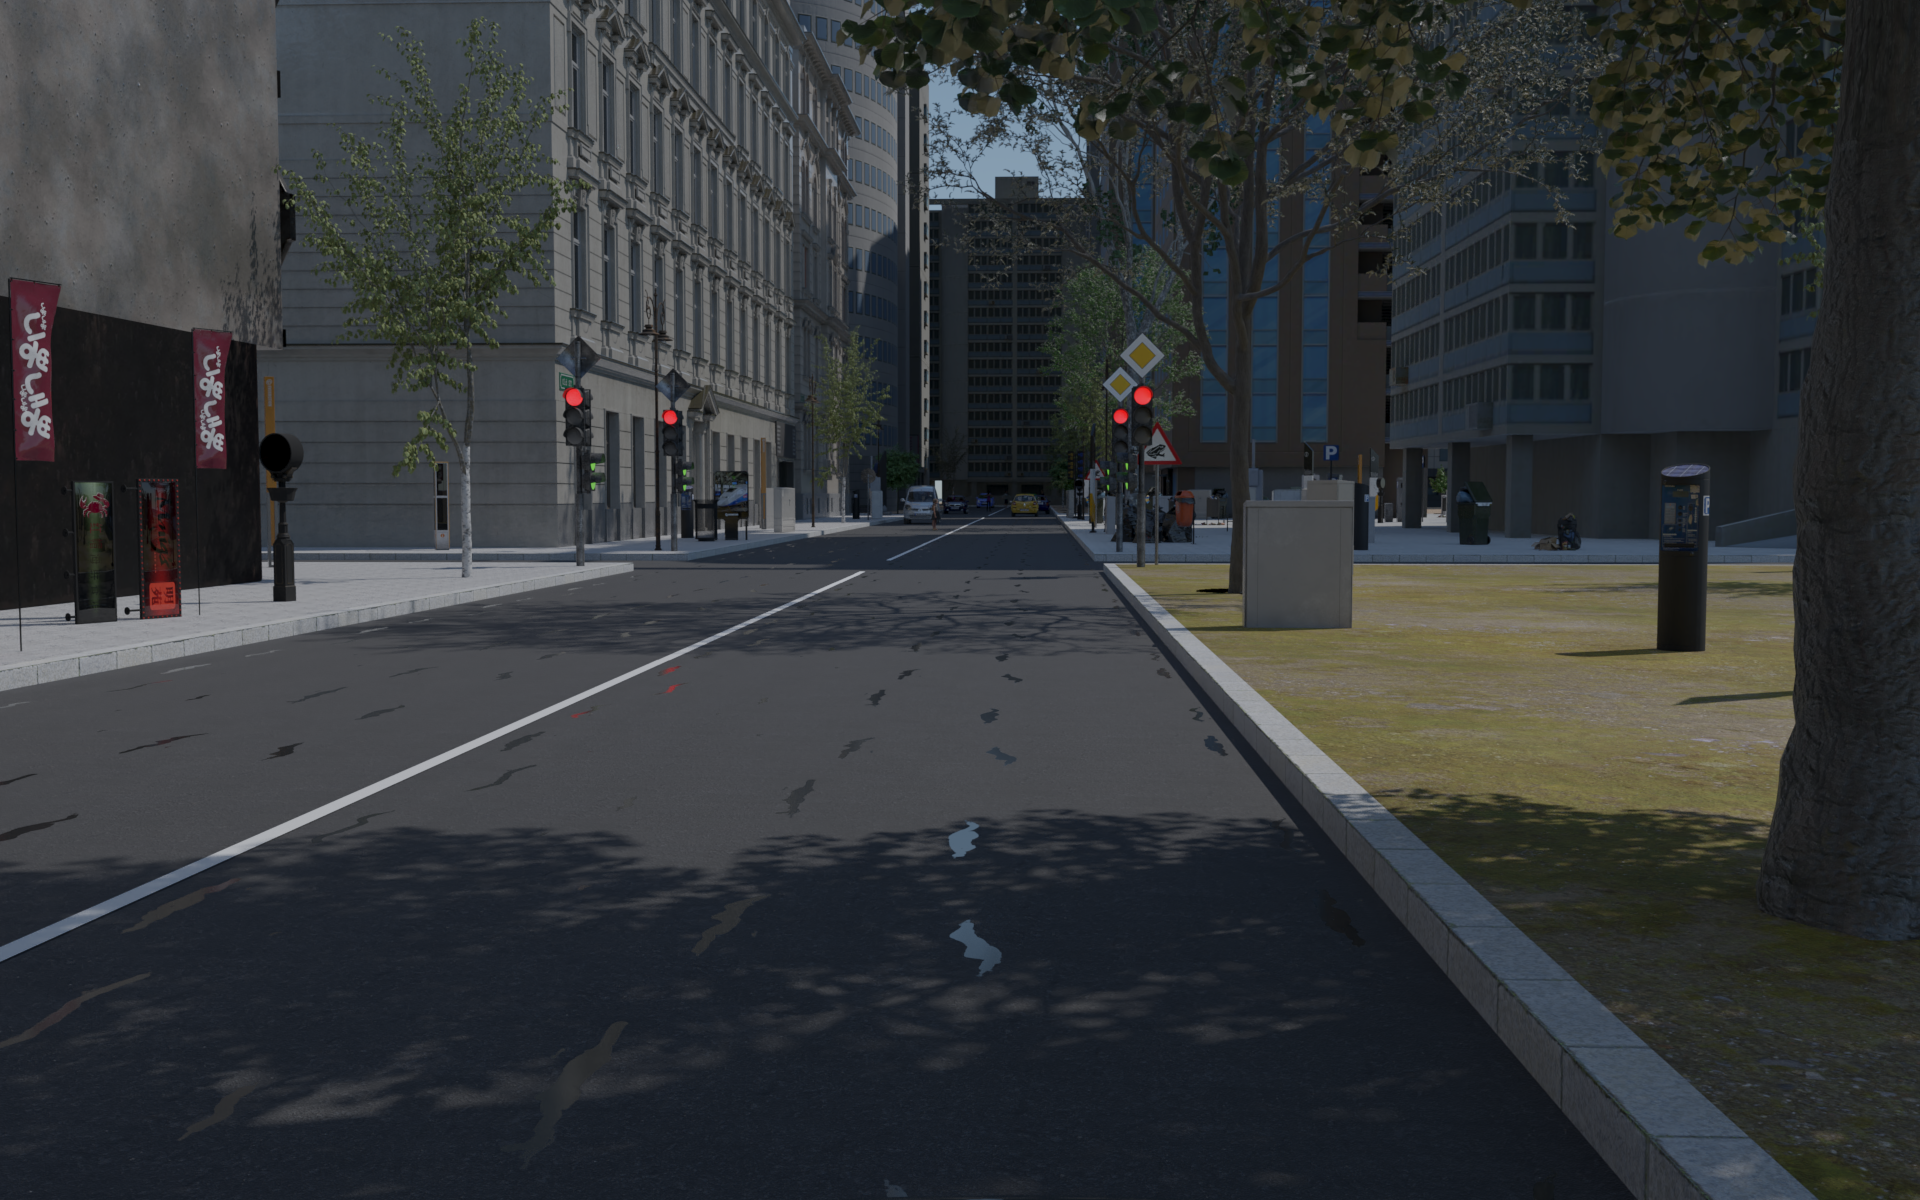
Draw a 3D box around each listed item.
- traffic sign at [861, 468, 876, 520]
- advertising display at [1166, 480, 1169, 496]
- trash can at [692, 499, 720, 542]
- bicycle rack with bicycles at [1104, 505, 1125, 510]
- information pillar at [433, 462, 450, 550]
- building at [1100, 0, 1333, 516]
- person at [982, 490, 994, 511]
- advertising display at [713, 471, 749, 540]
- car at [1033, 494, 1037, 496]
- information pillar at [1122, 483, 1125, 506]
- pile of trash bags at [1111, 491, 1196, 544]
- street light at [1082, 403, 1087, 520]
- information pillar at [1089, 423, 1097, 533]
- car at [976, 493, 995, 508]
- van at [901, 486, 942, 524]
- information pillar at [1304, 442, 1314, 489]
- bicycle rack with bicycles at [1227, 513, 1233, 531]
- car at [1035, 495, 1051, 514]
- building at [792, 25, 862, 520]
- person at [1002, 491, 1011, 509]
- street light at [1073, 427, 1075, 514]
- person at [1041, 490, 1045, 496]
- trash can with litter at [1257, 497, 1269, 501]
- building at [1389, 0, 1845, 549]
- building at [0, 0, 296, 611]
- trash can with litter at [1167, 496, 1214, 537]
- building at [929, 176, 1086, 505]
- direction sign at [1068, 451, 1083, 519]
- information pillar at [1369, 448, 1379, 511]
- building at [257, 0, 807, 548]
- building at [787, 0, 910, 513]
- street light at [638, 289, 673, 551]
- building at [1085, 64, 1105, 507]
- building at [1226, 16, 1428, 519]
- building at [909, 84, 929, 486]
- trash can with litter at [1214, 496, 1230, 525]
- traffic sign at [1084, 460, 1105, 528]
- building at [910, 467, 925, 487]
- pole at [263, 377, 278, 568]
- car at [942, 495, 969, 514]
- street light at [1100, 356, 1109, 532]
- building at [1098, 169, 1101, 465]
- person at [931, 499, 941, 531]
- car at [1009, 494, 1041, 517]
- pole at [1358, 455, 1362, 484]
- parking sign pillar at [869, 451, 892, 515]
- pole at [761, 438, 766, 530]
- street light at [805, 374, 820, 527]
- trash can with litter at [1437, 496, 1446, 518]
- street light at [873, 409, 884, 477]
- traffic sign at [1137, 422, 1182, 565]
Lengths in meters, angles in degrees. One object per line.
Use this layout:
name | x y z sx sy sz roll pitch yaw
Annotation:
traffic sign | -4.501 -5.183 84.845 0.768 2.556 0.104 1 4 12
advertising display | 9.517 -4.538 79.409 0.123 1.923 0.974 0 4 6
trash can | -6.879 -2.159 46.958 0.748 1.137 0.748 0 3 0
bicycle rack with bicycles | 9.254 -4.882 93.204 2.852 0.926 2.925 -1 4 -14
information pillar | -11.858 -2.146 39.582 0.304 2.012 0.304 -2 4 -25
building | 16.924 -28.723 119.728 14.600 45.320 14.200 0 4 3
person | 2.387 -8.182 142.958 1.217 1.739 0.721 1 4 14
advertising display | -6.349 -2.621 48.063 0.974 1.923 0.123 -1 4 -17
car | 6.899 -9.872 170.203 1.959 1.807 4.718 0 4 3
information pillar | 9.105 -5.703 97.731 0.304 2.012 0.304 2 4 31
pile of trash bags | 5.343 -2.191 45.582 1.912 1.369 3.447 -1 4 -17
street light | 6.091 -6.884 85.339 0.468 5.910 1.993 0 4 3
information pillar | 4.394 -4.034 57.316 0.183 3.616 0.504 1 4 15
car | 2.617 -10.260 177.336 1.945 1.707 3.694 0 4 4
van | -1.849 -4.711 84.040 2.013 2.044 4.112 0 4 1
information pillar | 15.619 -5.280 77.678 0.183 3.616 0.504 -3 5 -40
bicycle rack with bicycles | 10.616 -2.806 59.259 2.925 0.926 2.852 -3 4 -38
car | 5.574 -6.855 124.659 1.945 1.354 3.894 0 4 1
building | -13.456 -18.871 95.929 14.401 28.519 23.554 0 4 3
person | 4.619 -9.920 171.480 1.217 1.735 0.721 -3 4 -38
street light | 7.445 -8.543 112.473 0.468 5.910 1.993 0 4 3
person | 7.315 -8.931 154.529 0.705 1.822 1.348 -2 4 -27
trash can with litter | 13.041 -3.856 74.433 0.624 1.170 1.055 1 4 14
building | 27.466 -22.176 54.458 23.993 40.220 32.217 0 4 3
building | -18.820 -9.335 20.087 16.811 18.784 16.820 0 4 3
trash can with litter | 6.370 -2.506 52.026 1.678 1.210 2.233 -1 4 -12
building | 6.952 -31.967 214.534 23.993 40.220 32.217 0 4 3
direction sign | 6.053 -6.041 90.763 0.876 3.537 0.379 2 4 23
information pillar | 20.900 -5.880 87.497 0.504 3.616 0.183 -1 4 -18
building | -16.527 -17.480 62.212 17.030 29.872 44.131 0 4 3
building | -15.247 -35.809 127.472 21.231 58.520 28.212 0 4 3
street light | -6.859 -4.061 39.186 0.468 5.910 1.993 0 4 3
building | 22.934 -38.457 170.768 21.231 58.520 28.212 0 4 3
building | 18.262 -27.270 95.970 14.600 45.320 14.200 0 4 3
building | -14.297 -33.850 177.157 21.600 48.544 21.300 0 4 3
trash can with litter | 10.113 -3.704 71.615 2.233 1.210 1.678 2 4 27
traffic sign | 5.157 -4.015 65.647 0.884 2.594 0.081 1 4 10
building | -13.624 -43.636 151.697 20.563 71.187 20.611 0 4 3
pole | -12.014 -2.223 30.195 0.158 3.312 0.155 0 3 0
car | -0.301 -6.948 126.176 1.945 1.354 3.894 0 4 2
street light | 4.926 -5.228 58.263 0.468 5.910 1.993 0 4 3
building | 22.822 -31.936 141.754 23.786 49.044 30.456 0 4 3
person | -0.935 -3.341 67.800 0.373 1.253 0.362 2 4 27
car | 4.149 -6.137 110.571 2.015 1.641 3.980 0 4 3
pole | 20.608 -5.840 89.328 0.158 3.312 0.155 0 3 0
parking sign pillar | -4.924 -7.235 106.769 1.447 3.967 1.447 1 4 16
pole | -7.111 -4.210 62.672 0.158 3.312 0.155 0 3 0
street light | -5.660 -5.739 66.623 0.468 5.910 1.993 0 4 3
trash can with litter | 27.033 -5.111 94.624 2.233 1.210 1.678 0 4 2
street light | -4.418 -7.413 93.997 0.468 5.910 1.993 0 4 3
traffic sign | 3.556 -1.913 31.274 0.884 2.594 0.081 0 4 5
